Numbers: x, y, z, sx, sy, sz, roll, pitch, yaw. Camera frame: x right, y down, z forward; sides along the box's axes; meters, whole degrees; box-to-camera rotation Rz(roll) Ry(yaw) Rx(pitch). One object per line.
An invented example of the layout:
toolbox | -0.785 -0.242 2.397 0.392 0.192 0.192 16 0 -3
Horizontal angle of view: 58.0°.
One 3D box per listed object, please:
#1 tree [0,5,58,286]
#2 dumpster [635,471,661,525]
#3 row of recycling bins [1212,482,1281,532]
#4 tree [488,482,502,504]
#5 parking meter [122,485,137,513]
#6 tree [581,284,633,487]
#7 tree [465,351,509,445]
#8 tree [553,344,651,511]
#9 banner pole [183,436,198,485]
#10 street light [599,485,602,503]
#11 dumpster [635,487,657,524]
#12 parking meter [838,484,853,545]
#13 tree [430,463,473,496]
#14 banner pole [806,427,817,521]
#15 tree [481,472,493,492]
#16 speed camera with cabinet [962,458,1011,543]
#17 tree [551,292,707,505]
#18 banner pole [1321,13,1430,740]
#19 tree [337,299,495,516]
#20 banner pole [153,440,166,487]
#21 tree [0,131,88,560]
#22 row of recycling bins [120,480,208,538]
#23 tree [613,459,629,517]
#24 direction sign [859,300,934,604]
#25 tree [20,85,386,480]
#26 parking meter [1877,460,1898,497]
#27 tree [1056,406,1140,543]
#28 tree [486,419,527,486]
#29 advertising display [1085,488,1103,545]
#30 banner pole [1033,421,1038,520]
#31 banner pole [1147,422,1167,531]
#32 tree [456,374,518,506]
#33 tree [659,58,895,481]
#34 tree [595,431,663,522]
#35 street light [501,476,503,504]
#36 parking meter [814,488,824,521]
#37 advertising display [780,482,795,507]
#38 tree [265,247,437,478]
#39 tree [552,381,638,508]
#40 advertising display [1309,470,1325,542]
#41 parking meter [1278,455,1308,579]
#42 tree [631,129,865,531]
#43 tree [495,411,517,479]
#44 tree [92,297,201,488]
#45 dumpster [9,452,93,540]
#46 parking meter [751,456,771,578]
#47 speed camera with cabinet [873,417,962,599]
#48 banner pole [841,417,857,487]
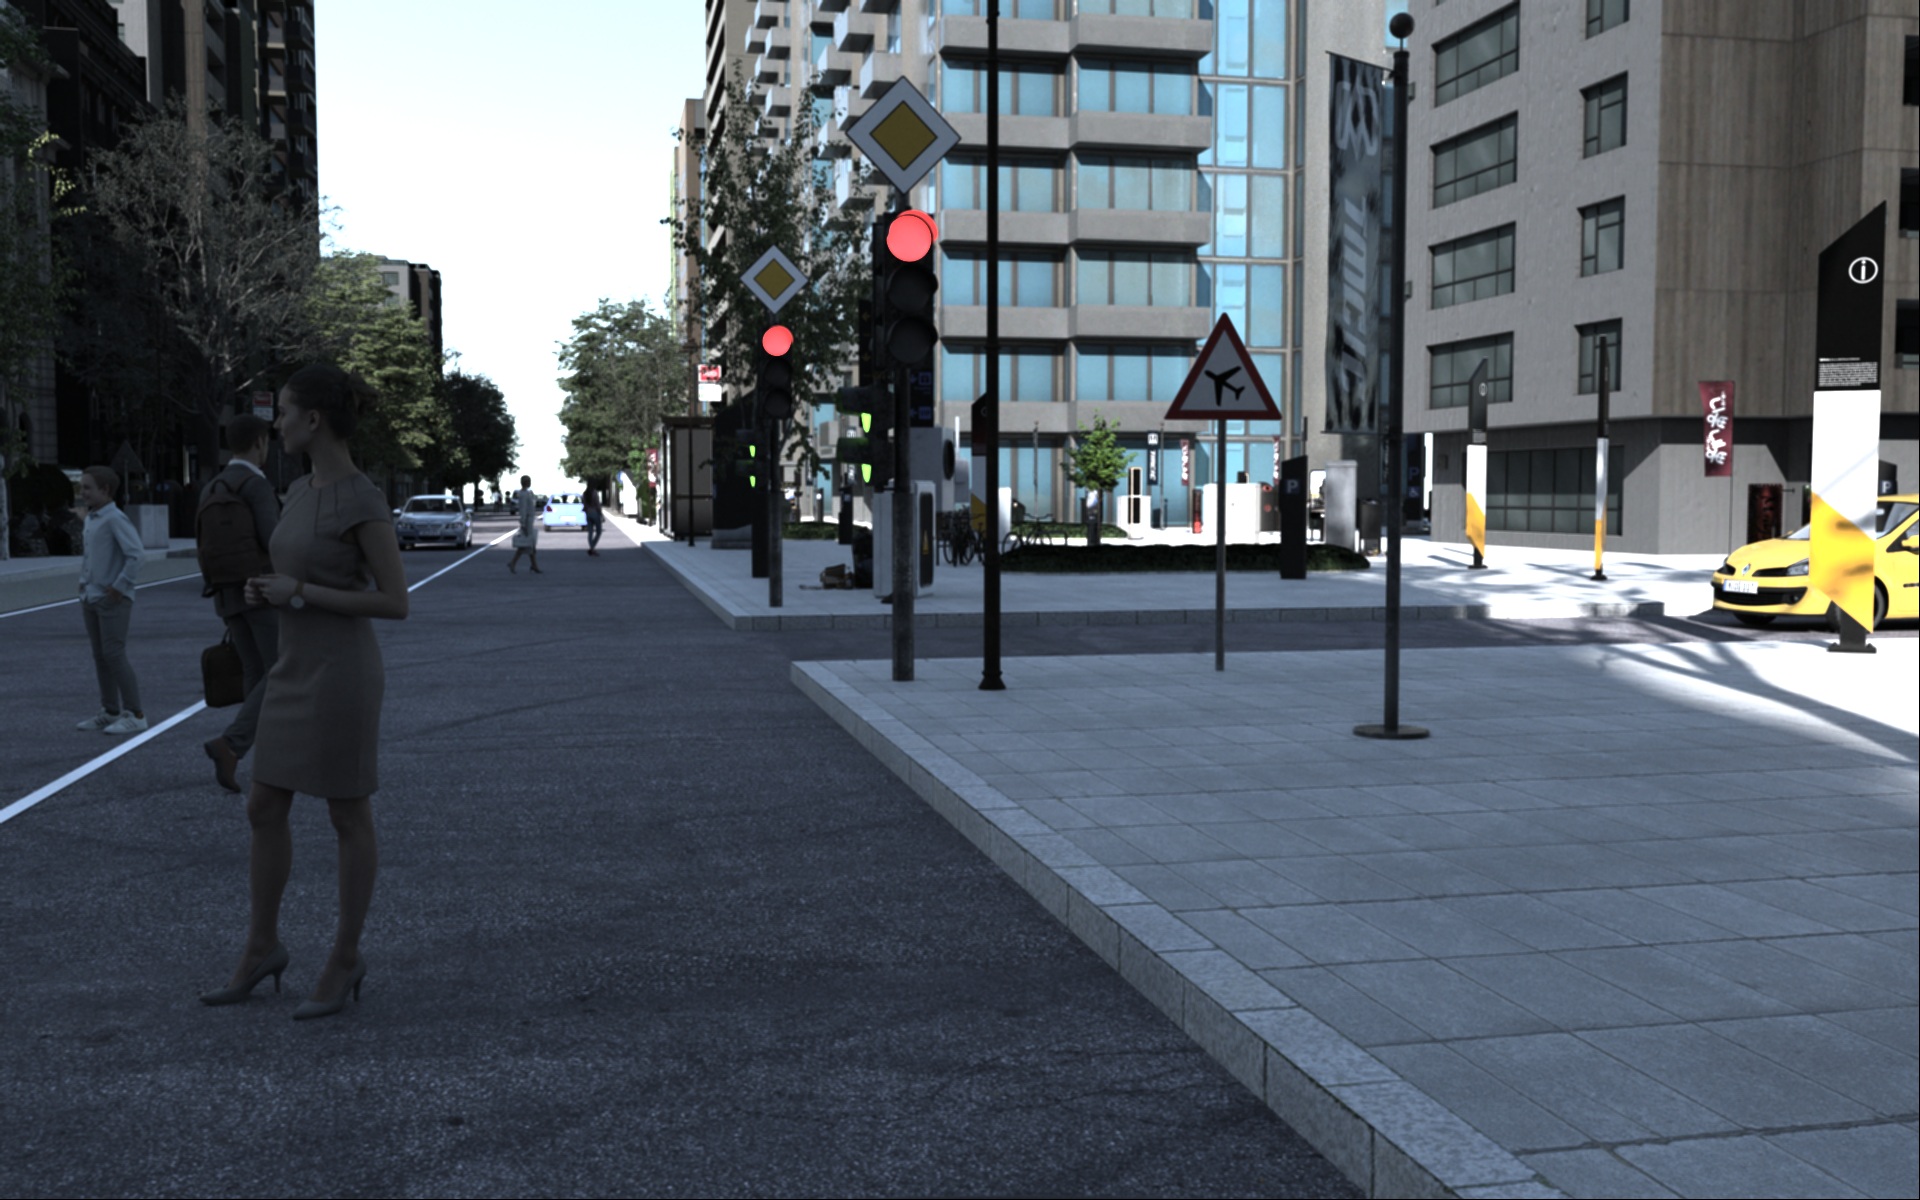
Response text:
tree | -16.413 -5.994 23.763 9.928 11.665 9.643 0 3 0
dumpster | -12.682 -4.239 71.800 1.502 2.255 1.985 -1 4 -12
row of recycling bins | 9.847 -3.151 58.638 3.534 1.692 1.069 -2 4 -27
tree | -61.345 -14.312 228.603 1.663 3.219 1.824 0 3 0
parking meter | -22.850 -2.403 47.693 0.372 1.533 0.369 0 3 0
tree | -10.576 -6.654 59.159 4.360 8.622 3.978 0 3 0
tree | -38.961 -13.404 129.524 12.009 13.543 11.850 0 3 0
tree | -25.909 -13.080 130.857 9.611 12.733 9.660 0 3 0
banner pole | -33.024 -5.158 74.347 0.863 3.779 0.401 1 4 16
street light | -40.527 -13.724 197.173 0.468 5.910 1.993 -1 4 -12
dumpster | -13.515 -4.268 75.536 1.264 1.857 1.865 -1 4 -12
parking meter | -2.904 -2.179 44.045 0.372 1.533 0.369 0 3 0
tree | -42.737 -9.895 145.494 4.285 4.588 4.351 0 3 0
banner pole | -5.526 -4.572 64.761 0.401 3.779 0.863 2 4 33
tree | -58.900 -16.286 216.632 4.737 8.622 4.395 0 3 0
speed camera with cabinet | 0.366 -3.098 44.983 2.038 3.252 0.660 -3 4 -37
tree | -20.650 -12.302 107.796 9.857 13.997 8.962 0 3 0
banner pole | 2.130 -1.159 8.971 0.863 3.779 0.401 -3 5 -42
tree | -33.566 -11.311 101.944 9.611 12.733 9.660 0 3 0
banner pole | -33.656 -5.064 72.808 0.863 3.779 0.401 1 4 22
tree | -18.652 -5.065 33.167 4.737 8.622 4.395 0 3 0
row of recycling bins | -22.638 -2.647 50.399 3.534 1.692 1.069 0 4 1
tree | -18.287 -6.157 95.266 1.663 3.219 1.824 0 3 0
direction sign | -0.743 -1.731 20.300 0.876 3.537 0.379 0 4 -5
tree | -22.669 -8.686 52.392 12.009 13.543 11.850 0 3 0
parking meter | 15.531 -1.435 29.181 0.399 1.863 0.255 0 4 -8
tree | 3.045 -2.668 38.224 1.663 3.219 1.824 0 3 0
tree | -63.851 -19.181 239.364 9.928 11.665 9.643 0 3 0
advertising display | 3.231 -2.235 41.761 0.123 1.923 0.974 -1 4 -14
banner pole | 2.562 -4.217 58.960 0.401 3.779 0.863 1 4 11
banner pole | 6.824 -4.290 60.151 0.863 3.779 0.401 -2 4 -30
tree | -51.480 -16.955 183.873 9.857 13.997 8.962 0 3 0
tree | -3.048 -4.882 30.176 4.737 8.622 4.395 0 3 0
tree | -13.879 -5.903 80.227 4.285 4.588 4.351 0 3 0
street light | -59.051 -15.314 223.173 0.468 5.910 1.993 -1 4 -12
parking meter | -5.517 -3.623 67.648 0.372 1.533 0.369 0 3 0
advertising display | -9.242 -5.347 92.634 0.974 1.923 0.123 -3 5 -40
tree | -28.356 -9.921 80.330 7.486 12.596 7.792 0 3 0
tree | -31.347 -14.987 155.407 12.009 13.543 11.850 0 3 0
advertising display | 9.797 -2.505 46.176 0.974 1.923 0.123 2 4 32
parking meter | 5.022 -1.250 26.143 0.399 1.863 0.255 1 4 22
tree | -3.981 -5.224 35.774 4.360 8.622 3.978 0 3 0
tree | -44.705 -14.576 155.322 9.611 12.733 9.660 0 3 0
tree | -30.300 -6.975 64.404 4.360 8.622 3.978 0 3 0
dumpster | -21.112 -2.308 40.230 1.502 2.255 1.985 -1 4 -12
parking meter | -3.032 -1.281 26.660 0.255 1.863 0.399 1 4 14
speed camera with cabinet | -0.562 -1.696 22.059 0.660 3.252 2.038 1 4 13
banner pole | -3.622 -4.047 56.191 0.401 3.779 0.863 3 4 38
